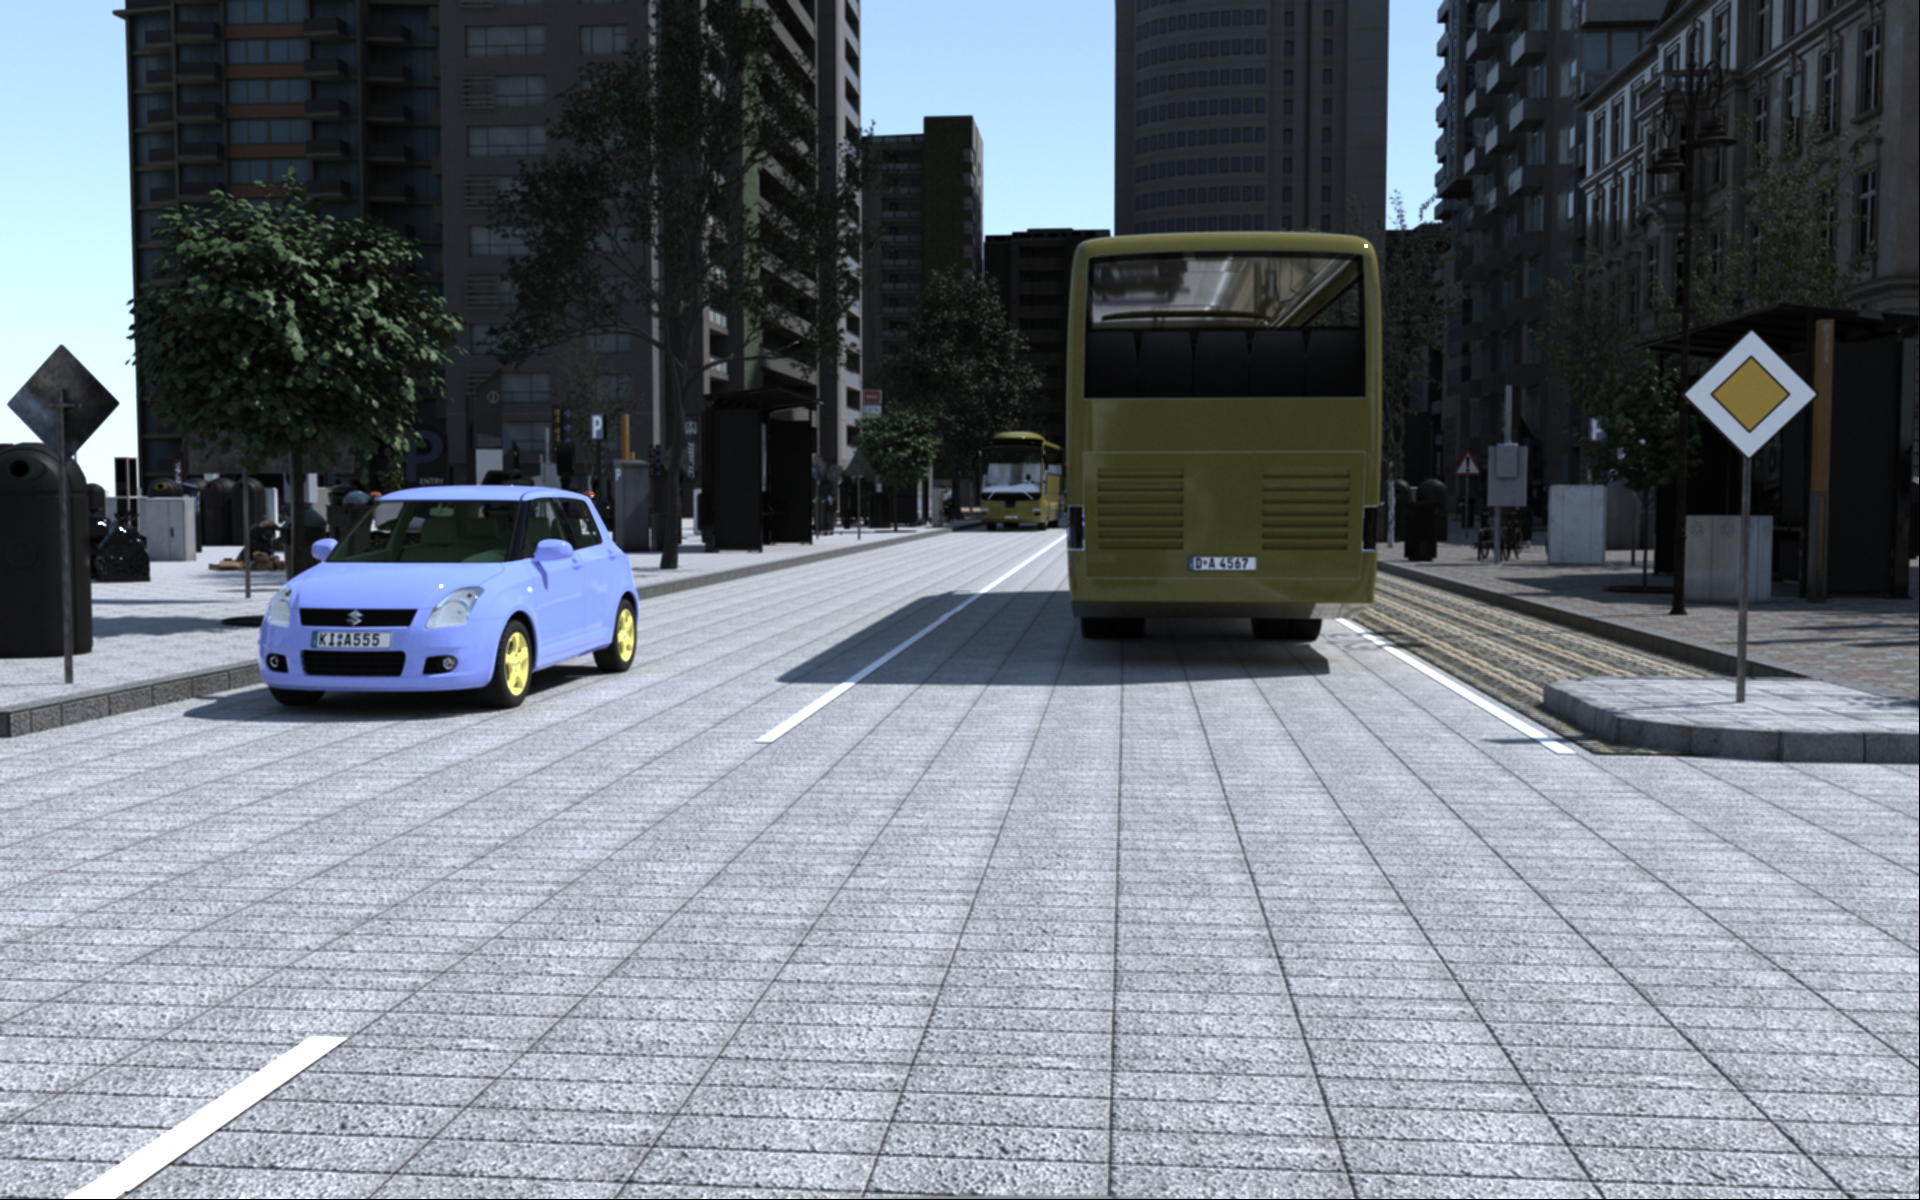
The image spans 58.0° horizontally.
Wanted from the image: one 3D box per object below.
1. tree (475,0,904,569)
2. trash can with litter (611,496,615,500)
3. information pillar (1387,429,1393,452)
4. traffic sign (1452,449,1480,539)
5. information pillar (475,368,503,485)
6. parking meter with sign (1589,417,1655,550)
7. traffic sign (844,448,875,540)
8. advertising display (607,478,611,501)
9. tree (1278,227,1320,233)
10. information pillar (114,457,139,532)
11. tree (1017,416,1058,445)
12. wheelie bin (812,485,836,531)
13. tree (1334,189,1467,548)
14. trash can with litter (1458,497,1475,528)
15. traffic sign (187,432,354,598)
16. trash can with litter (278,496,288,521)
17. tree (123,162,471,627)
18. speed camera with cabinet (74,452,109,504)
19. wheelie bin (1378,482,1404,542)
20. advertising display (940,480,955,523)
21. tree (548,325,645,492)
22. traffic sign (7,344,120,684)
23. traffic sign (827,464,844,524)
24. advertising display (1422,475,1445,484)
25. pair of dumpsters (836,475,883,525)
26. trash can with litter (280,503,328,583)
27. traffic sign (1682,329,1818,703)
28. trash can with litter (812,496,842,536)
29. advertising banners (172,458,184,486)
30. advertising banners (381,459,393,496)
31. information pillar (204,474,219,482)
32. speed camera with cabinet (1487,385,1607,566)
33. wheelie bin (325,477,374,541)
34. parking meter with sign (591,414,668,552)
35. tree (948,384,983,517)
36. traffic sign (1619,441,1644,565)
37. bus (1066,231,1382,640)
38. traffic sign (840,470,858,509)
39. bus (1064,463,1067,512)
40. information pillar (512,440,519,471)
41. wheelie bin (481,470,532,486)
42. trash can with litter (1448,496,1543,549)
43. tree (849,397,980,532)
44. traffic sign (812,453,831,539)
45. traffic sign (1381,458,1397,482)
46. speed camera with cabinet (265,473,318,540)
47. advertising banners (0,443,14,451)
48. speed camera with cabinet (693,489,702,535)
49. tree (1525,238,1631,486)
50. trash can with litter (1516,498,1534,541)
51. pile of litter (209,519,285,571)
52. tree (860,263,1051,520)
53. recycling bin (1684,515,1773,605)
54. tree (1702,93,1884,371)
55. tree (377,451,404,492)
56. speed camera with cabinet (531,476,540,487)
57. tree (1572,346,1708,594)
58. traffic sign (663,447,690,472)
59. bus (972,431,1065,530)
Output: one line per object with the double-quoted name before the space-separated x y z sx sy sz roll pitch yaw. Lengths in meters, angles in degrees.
"tree" -4.654 -5.798 29.218 7.601 10.594 8.767 1 4 14
"trash can with litter" -17.123 -4.708 88.035 2.233 1.210 1.678 0 4 2
"information pillar" 15.071 -4.246 60.777 0.183 3.616 0.504 0 3 0
"traffic sign" 14.603 -3.050 49.869 0.884 2.594 0.081 0 4 7
"information pillar" -8.686 -2.487 32.021 0.504 3.616 0.183 -1 4 -21
"parking meter with sign" 15.238 -2.655 39.675 1.738 3.016 0.543 -2 4 -26
"traffic sign" -2.834 -2.971 48.575 0.884 2.594 0.081 1 4 12
"advertising display" -14.154 -3.955 69.877 0.123 1.923 0.974 -1 4 -11
"tree" 14.112 -9.520 73.783 7.486 12.596 7.792 0 3 0
"information pillar" -16.608 -1.837 34.533 0.304 2.012 0.304 1 4 10
"tree" 6.683 -12.456 154.025 4.360 8.622 3.978 0 3 0
"wheelie bin" -4.764 -3.214 60.459 0.980 1.594 0.693 2 4 32
"tree" 10.080 -5.554 41.169 4.360 8.622 3.978 0 3 0
"trash can with litter" 19.233 -3.329 65.810 0.624 1.170 1.055 1 4 13
"traffic sign" -8.462 -1.671 21.194 2.265 3.308 0.079 1 4 12
"trash can with litter" -32.900 -4.375 82.589 2.233 1.210 1.678 0 4 -5
"tree" -6.625 -2.050 17.239 4.285 4.588 4.351 0 3 0
"speed camera with cabinet" -35.323 -4.623 69.930 0.660 3.252 2.038 1 4 15
"wheelie bin" 11.400 -2.342 46.203 0.693 1.594 0.980 -2 4 -24
"advertising display" -0.579 -4.438 77.775 0.123 1.923 0.974 -3 4 -37
"tree" -15.936 -7.618 74.913 4.360 8.622 3.978 0 3 0
"traffic sign" -6.034 -0.491 11.673 0.795 2.450 0.064 0 4 5
"traffic sign" -5.323 -4.518 73.972 0.768 2.556 0.104 0 4 7
"advertising display" 15.960 -3.257 58.465 0.123 1.923 0.974 -2 4 -27
"pair of dumpsters" -4.187 -4.313 73.008 1.574 2.255 4.437 0 4 5
"trash can with litter" -8.568 -0.718 23.130 1.055 1.170 0.624 2 4 30
"traffic sign" 4.808 -0.426 10.612 0.795 2.450 0.064 0 4 5
"trash can with litter" -4.513 -2.632 54.095 1.678 1.210 2.233 0 4 -5
"advertising banners" -36.755 -5.321 83.184 2.074 3.025 0.090 0 4 -5
"advertising banners" -28.705 -5.553 86.987 0.090 3.025 2.074 0 4 4
"information pillar" -25.808 -4.179 59.686 0.504 3.616 0.183 -1 4 -19
"speed camera with cabinet" 10.670 -2.272 31.479 2.038 3.252 0.660 1 4 19
"wheelie bin" -11.460 -1.508 32.557 0.980 1.594 0.693 1 4 23
"parking meter with sign" -7.259 -2.579 38.433 1.738 3.016 0.543 -3 5 -41
"tree" 0.874 -9.057 98.442 4.360 8.622 3.978 0 3 0
"traffic sign" 12.204 -1.786 31.339 0.606 2.300 0.079 1 4 12
"bus" 2.614 -1.737 19.954 2.896 3.916 12.252 0 4 5
"traffic sign" -4.478 -4.222 70.209 0.795 2.450 0.064 1 4 9
"bus" 9.191 -8.947 137.828 2.896 3.916 12.252 0 4 5
"information pillar" -19.425 -5.163 75.775 0.183 3.616 0.504 1 4 10
"wheelie bin" -6.076 -0.938 23.250 0.693 1.594 0.980 2 4 29
"trash can with litter" 12.800 -1.842 41.169 1.678 1.210 2.233 -2 4 -25
"tree" -2.114 -4.583 58.647 4.285 4.588 4.351 0 3 0
"traffic sign" -4.045 -2.932 49.119 0.795 2.450 0.064 1 4 14
"traffic sign" 14.909 -3.690 60.437 0.768 2.556 0.104 1 4 11
"speed camera with cabinet" -17.739 -3.087 44.808 2.038 3.252 0.660 0 4 3
"advertising banners" -32.087 -3.886 59.727 2.074 3.025 0.090 0 4 1
"speed camera with cabinet" -7.358 -3.687 54.620 2.038 3.252 0.660 0 4 3
"tree" 18.747 -6.141 50.762 4.737 8.622 4.395 0 3 0
"trash can with litter" 15.408 -2.208 47.487 0.624 1.170 1.055 1 4 19
"pile of litter" -11.981 -0.940 29.332 1.719 0.858 1.176 3 5 42
"tree" -0.143 -10.348 86.193 9.611 12.733 9.660 0 3 0
"recycling bin" 9.061 -0.482 20.428 0.722 1.027 0.722 -3 4 -36
"tree" 15.257 -5.035 32.687 4.737 8.622 4.395 0 3 0
"tree" -25.045 -5.021 76.692 1.663 3.219 1.824 0 3 0
"speed camera with cabinet" -21.460 -5.692 87.405 0.660 3.252 2.038 -2 4 -27
"tree" 8.890 -1.721 22.741 1.663 3.219 1.824 0 3 0
"traffic sign" -7.569 -2.817 46.159 0.768 2.556 0.104 1 4 13
"bus" 2.670 -4.890 71.504 2.896 3.916 12.252 0 4 7
